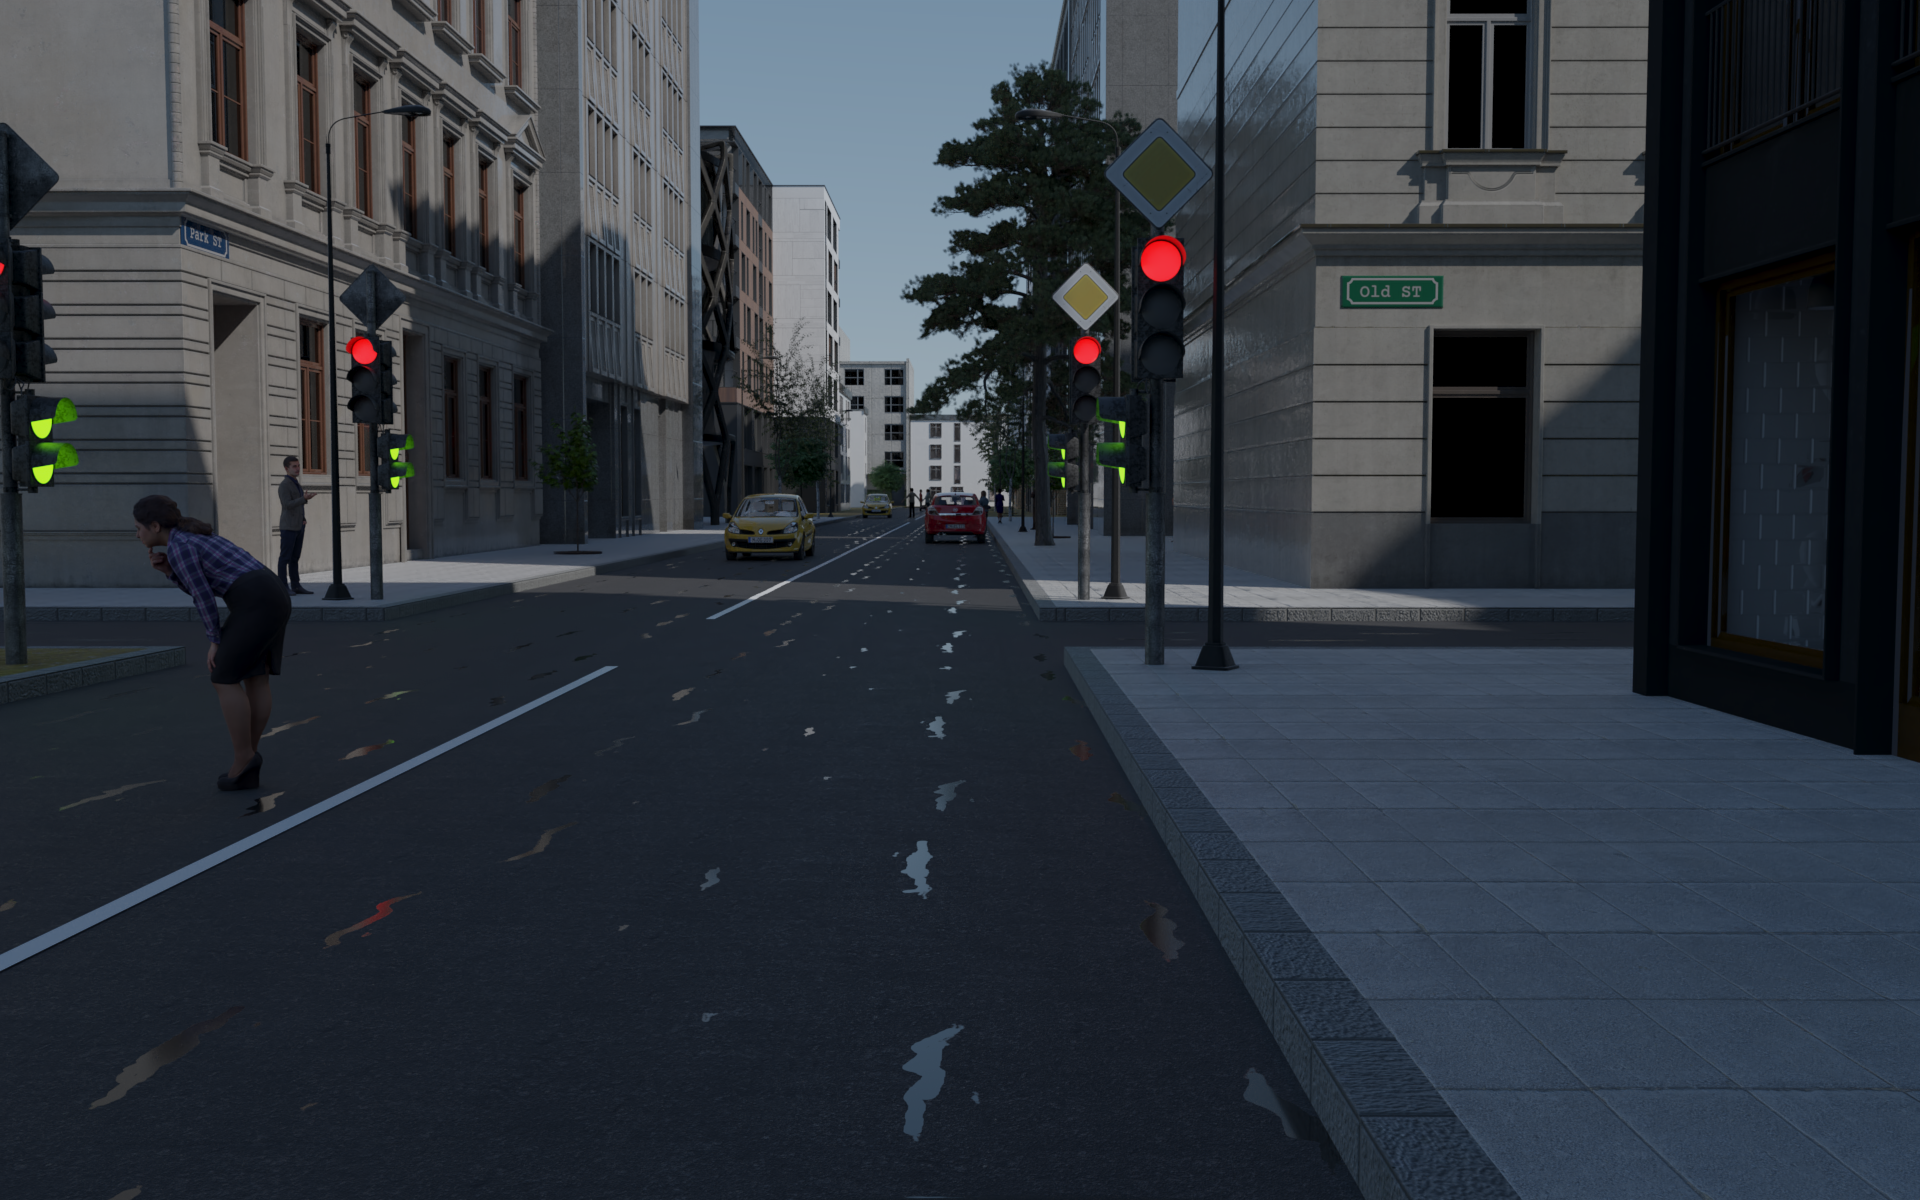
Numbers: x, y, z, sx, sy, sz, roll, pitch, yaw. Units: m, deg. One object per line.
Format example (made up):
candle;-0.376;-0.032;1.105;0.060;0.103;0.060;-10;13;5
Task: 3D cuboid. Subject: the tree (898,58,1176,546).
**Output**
tree;2.000;-7.391;42.893;6.751;12.117;7.091;0;3;0

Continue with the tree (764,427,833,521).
tree;-7.757;-6.095;83.366;4.285;4.588;4.351;0;3;0

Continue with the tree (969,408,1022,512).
tree;2.597;-10.718;125.609;4.737;8.622;4.395;0;3;0

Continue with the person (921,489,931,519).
person;-1.944;-5.555;100.111;0.721;1.735;1.217;2;4;23

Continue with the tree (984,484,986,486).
tree;2.735;-8.691;136.699;1.663;3.219;1.824;0;3;0

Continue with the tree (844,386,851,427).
tree;-7.497;-8.532;89.858;4.360;8.622;3.978;0;3;0

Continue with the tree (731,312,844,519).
tree;-7.146;-7.370;70.865;4.360;8.622;3.978;0;3;0

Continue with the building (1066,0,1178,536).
building;10.426;-14.919;61.940;12.078;24.808;19.932;0;4;0

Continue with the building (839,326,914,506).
building;-21.051;-19.821;190.538;31.486;18.905;16.747;0;4;0

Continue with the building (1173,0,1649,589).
building;26.217;-15.528;30.303;44.131;29.872;17.030;0;4;0

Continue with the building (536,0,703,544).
building;-15.550;-14.400;53.463;12.078;24.808;19.932;0;4;0

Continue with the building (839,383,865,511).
building;-13.469;-12.308;143.386;9.099;9.664;28.070;0;4;0

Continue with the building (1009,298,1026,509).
building;12.292;-18.162;153.361;16.016;20.091;11.380;0;4;0

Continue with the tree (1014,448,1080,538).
tree;2.601;-3.411;50.372;1.663;3.219;1.824;0;3;0

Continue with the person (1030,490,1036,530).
person;2.789;-3.400;62.327;0.600;1.739;0.565;2;4;32

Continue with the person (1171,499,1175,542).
person;5.974;-2.402;46.246;0.756;1.711;0.436;2;4;35

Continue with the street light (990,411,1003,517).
street light;1.587;-5.250;58.385;1.470;5.913;1.316;0;4;0

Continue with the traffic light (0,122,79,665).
traffic light;-7.113;-1.451;12.969;0.839;4.213;0.868;0;4;0

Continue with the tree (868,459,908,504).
tree;-6.732;-11.490;171.576;4.285;4.588;4.351;0;3;0

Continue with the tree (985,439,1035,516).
tree;3.098;-7.169;100.927;4.285;4.588;4.351;0;3;0

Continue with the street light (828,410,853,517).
street light;-6.582;-7.503;95.220;1.470;5.913;1.316;0;4;0

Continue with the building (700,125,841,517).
building;-22.880;-16.432;112.645;27.936;21.610;32.646;0;4;0

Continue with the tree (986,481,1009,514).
tree;3.083;-7.197;112.276;1.663;3.219;1.824;0;3;0

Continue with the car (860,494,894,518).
car;-4.952;-5.724;103.803;2.015;1.641;3.980;0;4;-1

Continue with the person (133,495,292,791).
person;-3.612;0.204;8.392;0.697;1.427;0.421;-1;4;-13

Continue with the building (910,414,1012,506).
building;8.710;-14.973;186.962;28.070;9.664;9.099;0;4;0

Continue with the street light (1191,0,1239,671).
street light;1.335;-2.448;12.559;1.470;5.913;1.316;0;4;0

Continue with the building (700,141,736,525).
building;-18.054;-12.510;71.996;16.820;18.784;16.811;0;4;0

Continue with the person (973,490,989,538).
person;0.708;-2.774;56.075;0.499;1.552;0.429;-1;4;-20

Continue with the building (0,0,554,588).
building;-15.447;-12.020;32.683;11.583;22.565;21.152;0;4;0

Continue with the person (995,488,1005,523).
person;1.744;-4.109;75.592;0.453;1.535;0.546;0;4;-7

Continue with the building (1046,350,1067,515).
building;13.217;-15.428;108.667;16.016;20.091;11.380;0;4;0

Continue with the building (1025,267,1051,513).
building;18.825;-17.550;130.915;27.936;21.610;32.646;0;4;0

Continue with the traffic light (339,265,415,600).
traffic light;-7.076;-1.939;20.954;0.839;4.213;0.868;0;4;0

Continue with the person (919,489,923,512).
person;-3.171;-8.174;142.087;0.705;1.831;1.348;0;4;-4

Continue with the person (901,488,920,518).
person;-2.926;-5.891;104.832;1.348;1.823;0.705;-2;4;-35

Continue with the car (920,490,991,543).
car;-0.137;-2.612;51.753;2.155;1.783;4.494;0;4;0

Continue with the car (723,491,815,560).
car;-4.227;-1.747;38.782;2.015;1.641;3.980;0;4;0

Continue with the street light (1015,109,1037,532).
street light;1.363;-2.968;21.061;1.470;5.913;1.316;0;4;0

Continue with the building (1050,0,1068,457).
building;11.917;-17.768;84.019;14.314;27.812;24.014;0;4;0

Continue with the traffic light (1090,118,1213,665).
traffic light;1.448;-1.450;12.946;0.839;4.213;0.868;0;4;0

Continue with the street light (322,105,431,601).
street light;-7.013;-2.954;20.843;1.470;5.913;1.316;0;4;0

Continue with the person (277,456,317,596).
person;-8.314;-0.940;21.940;0.750;1.759;0.617;1;4;16

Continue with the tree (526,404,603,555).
tree;-8.179;-2.607;37.219;1.663;3.219;1.824;0;3;0

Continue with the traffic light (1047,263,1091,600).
traffic light;1.485;-1.938;20.931;0.839;4.213;0.868;0;4;0

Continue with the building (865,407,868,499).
building;-23.116;-13.756;167.058;28.070;9.664;9.099;0;4;0

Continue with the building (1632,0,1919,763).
building;10.465;-10.575;2.578;12.332;23.373;15.834;0;4;0

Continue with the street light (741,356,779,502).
street light;-6.783;-5.246;58.319;1.470;5.913;1.316;0;4;0

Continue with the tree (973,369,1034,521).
tree;2.380;-8.009;81.309;4.360;8.622;3.978;0;3;0
